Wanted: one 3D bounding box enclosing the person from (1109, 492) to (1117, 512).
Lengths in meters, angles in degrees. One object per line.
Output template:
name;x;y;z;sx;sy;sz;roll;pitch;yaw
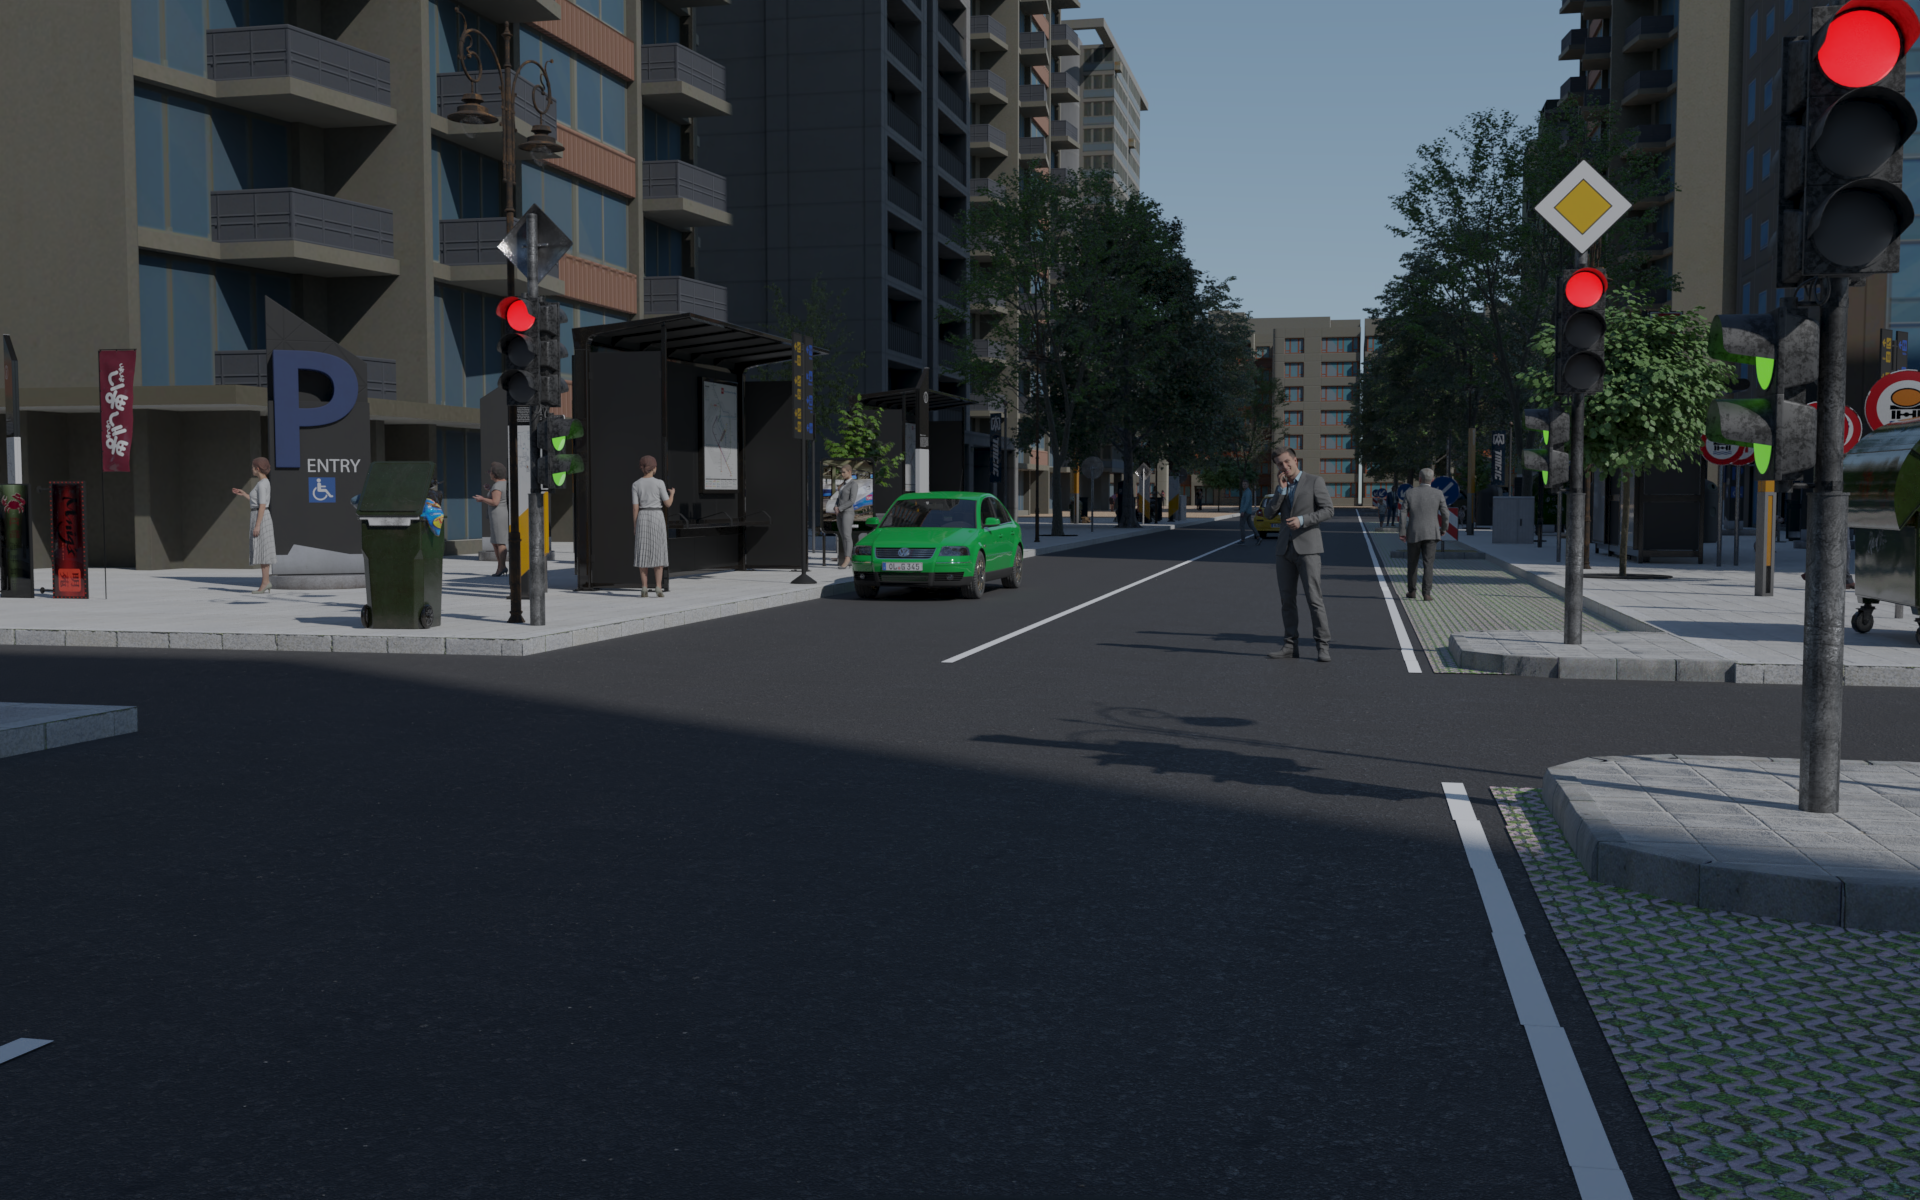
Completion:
person;11.069;-7.055;124.630;0.697;1.427;0.421;2;4;26

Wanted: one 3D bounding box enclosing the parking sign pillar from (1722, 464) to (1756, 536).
parking sign pillar;24.113;-4.002;53.904;1.447;3.967;1.447;1;4;17

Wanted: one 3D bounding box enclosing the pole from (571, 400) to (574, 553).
pole;-8.309;-2.674;37.570;0.158;3.312;0.155;0;3;0

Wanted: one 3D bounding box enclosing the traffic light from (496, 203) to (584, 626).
traffic light;-4.106;-1.704;16.787;0.839;4.253;0.868;1;4;13

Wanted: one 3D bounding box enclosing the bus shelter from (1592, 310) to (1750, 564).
bus shelter;14.197;-3.553;35.730;2.179;5.291;8.768;1;4;13

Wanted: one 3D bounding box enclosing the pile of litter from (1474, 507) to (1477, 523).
pile of litter;22.918;-3.948;78.515;1.176;0.858;1.719;-1;4;-9

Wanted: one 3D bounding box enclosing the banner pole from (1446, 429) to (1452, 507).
banner pole;18.800;-4.689;66.686;0.401;3.779;0.863;0;4;4

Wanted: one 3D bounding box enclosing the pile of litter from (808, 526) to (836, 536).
pile of litter;-4.036;-2.383;52.933;1.719;0.858;1.176;0;4;-1

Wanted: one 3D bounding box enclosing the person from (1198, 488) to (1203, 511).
person;18.584;-7.798;134.257;0.721;1.735;1.217;0;4;1

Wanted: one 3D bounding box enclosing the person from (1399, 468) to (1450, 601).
person;6.244;-0.886;23.378;0.661;1.777;0.834;0;4;8

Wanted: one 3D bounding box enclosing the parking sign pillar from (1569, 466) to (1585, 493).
parking sign pillar;23.477;-4.768;66.436;1.447;3.967;1.447;-3;5;-42

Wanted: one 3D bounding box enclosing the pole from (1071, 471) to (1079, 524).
pole;5.010;-4.935;74.531;0.158;3.312;0.155;0;3;0

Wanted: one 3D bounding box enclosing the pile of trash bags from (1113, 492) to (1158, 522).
pile of trash bags;8.053;-4.210;78.581;1.912;1.369;3.447;0;4;-2

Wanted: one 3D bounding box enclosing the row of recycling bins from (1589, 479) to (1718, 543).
row of recycling bins;18.149;-2.347;45.494;3.534;1.692;1.069;-1;4;-9

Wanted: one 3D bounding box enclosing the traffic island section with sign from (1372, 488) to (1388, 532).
traffic island section with sign;16.717;-3.477;65.474;1.989;1.847;2.006;1;4;13

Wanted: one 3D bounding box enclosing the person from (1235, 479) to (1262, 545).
person;8.108;-2.466;48.683;0.748;1.841;0.638;2;4;26

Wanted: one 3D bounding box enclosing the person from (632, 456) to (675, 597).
person;-3.803;-0.911;21.509;0.480;1.755;0.524;0;4;2

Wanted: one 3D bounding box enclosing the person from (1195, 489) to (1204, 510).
person;19.449;-8.187;140.727;0.721;1.723;1.217;3;5;43

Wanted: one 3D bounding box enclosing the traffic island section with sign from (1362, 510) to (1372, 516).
traffic island section with sign;27.836;-6.489;114.720;1.989;1.847;2.006;1;4;13

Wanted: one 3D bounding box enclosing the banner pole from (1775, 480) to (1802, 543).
banner pole;21.964;-3.421;45.943;0.863;3.779;0.401;-1;4;-12

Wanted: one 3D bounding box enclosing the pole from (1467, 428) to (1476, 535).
pole;15.851;-3.660;53.692;0.158;3.312;0.155;0;3;0

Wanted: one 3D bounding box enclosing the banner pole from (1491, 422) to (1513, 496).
banner pole;18.865;-4.292;60.191;0.863;3.779;0.401;1;4;20

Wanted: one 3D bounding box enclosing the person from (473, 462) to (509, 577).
person;-7.249;-1.259;26.981;0.532;1.782;0.716;0;4;0

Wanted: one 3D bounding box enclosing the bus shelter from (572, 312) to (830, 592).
bus shelter;-3.654;-2.102;25.653;1.731;3.624;6.357;1;4;13

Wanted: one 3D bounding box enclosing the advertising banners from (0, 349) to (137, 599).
advertising banners;-10.918;-1.525;21.129;2.074;3.025;0.090;1;4;12

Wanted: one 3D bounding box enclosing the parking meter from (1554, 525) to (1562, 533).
parking meter;19.935;-3.187;57.823;0.399;1.863;0.255;3;5;43

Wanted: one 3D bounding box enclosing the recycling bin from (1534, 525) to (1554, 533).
recycling bin;19.035;-2.713;56.906;0.722;1.027;0.722;-1;4;-14

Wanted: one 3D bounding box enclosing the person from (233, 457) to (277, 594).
person;-9.099;-0.962;22.335;0.524;1.755;0.480;-1;4;-20

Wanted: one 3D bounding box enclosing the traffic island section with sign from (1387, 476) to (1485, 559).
traffic island section with sign;10.685;-1.846;38.806;1.989;1.847;2.006;1;4;13

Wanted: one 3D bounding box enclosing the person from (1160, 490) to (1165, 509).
person;17.830;-8.908;153.153;0.593;1.643;0.415;0;4;-3

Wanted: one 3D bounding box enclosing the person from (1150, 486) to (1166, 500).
person;10.849;-5.466;96.129;1.217;1.735;0.721;-1;4;-8

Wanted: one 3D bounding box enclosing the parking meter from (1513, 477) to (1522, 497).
parking meter;19.204;-3.300;59.660;0.255;1.863;0.399;1;4;12

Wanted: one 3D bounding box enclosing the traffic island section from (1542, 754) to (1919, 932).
traffic island section;3.502;0.933;7.020;2.009;0.180;2.903;1;4;13

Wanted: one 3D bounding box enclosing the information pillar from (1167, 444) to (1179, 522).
information pillar;9.823;-5.407;79.766;0.504;3.616;0.183;1;4;17

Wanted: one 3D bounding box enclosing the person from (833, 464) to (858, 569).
person;-2.024;-1.435;29.785;0.520;1.790;0.573;3;5;39

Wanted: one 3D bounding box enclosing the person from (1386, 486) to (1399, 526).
person;19.181;-4.173;76.910;0.721;1.800;0.419;-1;4;-14

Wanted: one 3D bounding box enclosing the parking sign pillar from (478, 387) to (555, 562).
parking sign pillar;-8.588;-2.751;33.454;1.447;3.967;1.447;-1;4;-15

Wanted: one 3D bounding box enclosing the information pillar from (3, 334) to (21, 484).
information pillar;-13.846;-2.079;25.344;0.183;3.616;0.504;-3;5;-41

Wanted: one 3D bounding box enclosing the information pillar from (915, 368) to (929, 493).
information pillar;-0.694;-2.487;32.020;0.183;3.616;0.504;1;4;20

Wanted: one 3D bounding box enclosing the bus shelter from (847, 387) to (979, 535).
bus shelter;-1.034;-3.054;41.224;1.731;3.624;6.357;1;4;13

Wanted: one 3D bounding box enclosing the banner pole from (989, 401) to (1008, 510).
banner pole;1.074;-3.479;46.900;0.401;3.779;0.863;-3;5;-41

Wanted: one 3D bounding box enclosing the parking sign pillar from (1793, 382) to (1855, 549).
parking sign pillar;20.404;-3.191;40.645;1.447;3.967;1.447;-2;4;-26

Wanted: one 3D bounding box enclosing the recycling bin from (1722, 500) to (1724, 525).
recycling bin;32.277;-3.706;73.144;0.722;1.027;0.722;-1;4;-13

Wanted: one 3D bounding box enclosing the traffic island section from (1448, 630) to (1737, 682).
traffic island section;5.261;0.457;14.810;2.009;0.180;2.903;1;4;13

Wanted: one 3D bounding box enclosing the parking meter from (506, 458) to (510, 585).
parking meter;-5.888;-1.079;23.349;0.255;1.863;0.399;2;4;33

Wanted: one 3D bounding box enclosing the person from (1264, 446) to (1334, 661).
person;2.920;-0.407;14.965;0.655;1.846;0.447;3;5;41

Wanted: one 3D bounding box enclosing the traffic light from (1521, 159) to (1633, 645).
traffic light;5.224;-1.577;14.704;0.839;4.253;0.868;1;4;13

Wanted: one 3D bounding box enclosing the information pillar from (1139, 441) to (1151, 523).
information pillar;8.084;-5.161;75.738;0.504;3.616;0.183;1;4;18

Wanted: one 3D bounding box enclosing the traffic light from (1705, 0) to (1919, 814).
traffic light;3.465;-1.101;6.914;0.839;4.253;0.868;1;4;13

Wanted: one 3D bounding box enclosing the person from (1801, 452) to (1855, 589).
person;11.750;-1.055;23.209;0.836;1.842;0.656;1;4;9

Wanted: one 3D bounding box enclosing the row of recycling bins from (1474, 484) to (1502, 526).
row of recycling bins;21.863;-3.937;71.491;1.069;1.692;3.534;1;4;18

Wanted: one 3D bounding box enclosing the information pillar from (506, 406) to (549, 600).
information pillar;-5.249;-1.812;20.980;0.504;3.616;0.183;1;4;11

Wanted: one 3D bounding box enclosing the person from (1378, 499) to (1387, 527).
person;17.021;-3.463;69.807;0.352;1.250;0.332;-2;4;-35

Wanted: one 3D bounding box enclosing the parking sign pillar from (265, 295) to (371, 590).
parking sign pillar;-8.782;-2.158;23.750;1.447;3.967;1.447;-2;4;-24

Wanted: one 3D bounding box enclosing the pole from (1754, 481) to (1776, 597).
pole;10.097;-1.701;21.653;0.158;3.312;0.155;0;3;0

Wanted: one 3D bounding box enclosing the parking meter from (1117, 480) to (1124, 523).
parking meter;6.751;-4.051;71.945;0.255;1.863;0.399;-3;4;-37

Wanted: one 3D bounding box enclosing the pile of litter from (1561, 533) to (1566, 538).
pile of litter;17.881;-2.198;49.897;1.176;0.858;1.719;1;4;11

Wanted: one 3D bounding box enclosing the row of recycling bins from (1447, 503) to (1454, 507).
row of recycling bins;24.186;-4.601;82.346;1.069;1.692;3.534;-1;4;-22

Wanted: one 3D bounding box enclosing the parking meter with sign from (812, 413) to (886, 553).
parking meter with sign;-2.349;-2.524;37.536;1.738;3.016;0.543;0;4;-6
